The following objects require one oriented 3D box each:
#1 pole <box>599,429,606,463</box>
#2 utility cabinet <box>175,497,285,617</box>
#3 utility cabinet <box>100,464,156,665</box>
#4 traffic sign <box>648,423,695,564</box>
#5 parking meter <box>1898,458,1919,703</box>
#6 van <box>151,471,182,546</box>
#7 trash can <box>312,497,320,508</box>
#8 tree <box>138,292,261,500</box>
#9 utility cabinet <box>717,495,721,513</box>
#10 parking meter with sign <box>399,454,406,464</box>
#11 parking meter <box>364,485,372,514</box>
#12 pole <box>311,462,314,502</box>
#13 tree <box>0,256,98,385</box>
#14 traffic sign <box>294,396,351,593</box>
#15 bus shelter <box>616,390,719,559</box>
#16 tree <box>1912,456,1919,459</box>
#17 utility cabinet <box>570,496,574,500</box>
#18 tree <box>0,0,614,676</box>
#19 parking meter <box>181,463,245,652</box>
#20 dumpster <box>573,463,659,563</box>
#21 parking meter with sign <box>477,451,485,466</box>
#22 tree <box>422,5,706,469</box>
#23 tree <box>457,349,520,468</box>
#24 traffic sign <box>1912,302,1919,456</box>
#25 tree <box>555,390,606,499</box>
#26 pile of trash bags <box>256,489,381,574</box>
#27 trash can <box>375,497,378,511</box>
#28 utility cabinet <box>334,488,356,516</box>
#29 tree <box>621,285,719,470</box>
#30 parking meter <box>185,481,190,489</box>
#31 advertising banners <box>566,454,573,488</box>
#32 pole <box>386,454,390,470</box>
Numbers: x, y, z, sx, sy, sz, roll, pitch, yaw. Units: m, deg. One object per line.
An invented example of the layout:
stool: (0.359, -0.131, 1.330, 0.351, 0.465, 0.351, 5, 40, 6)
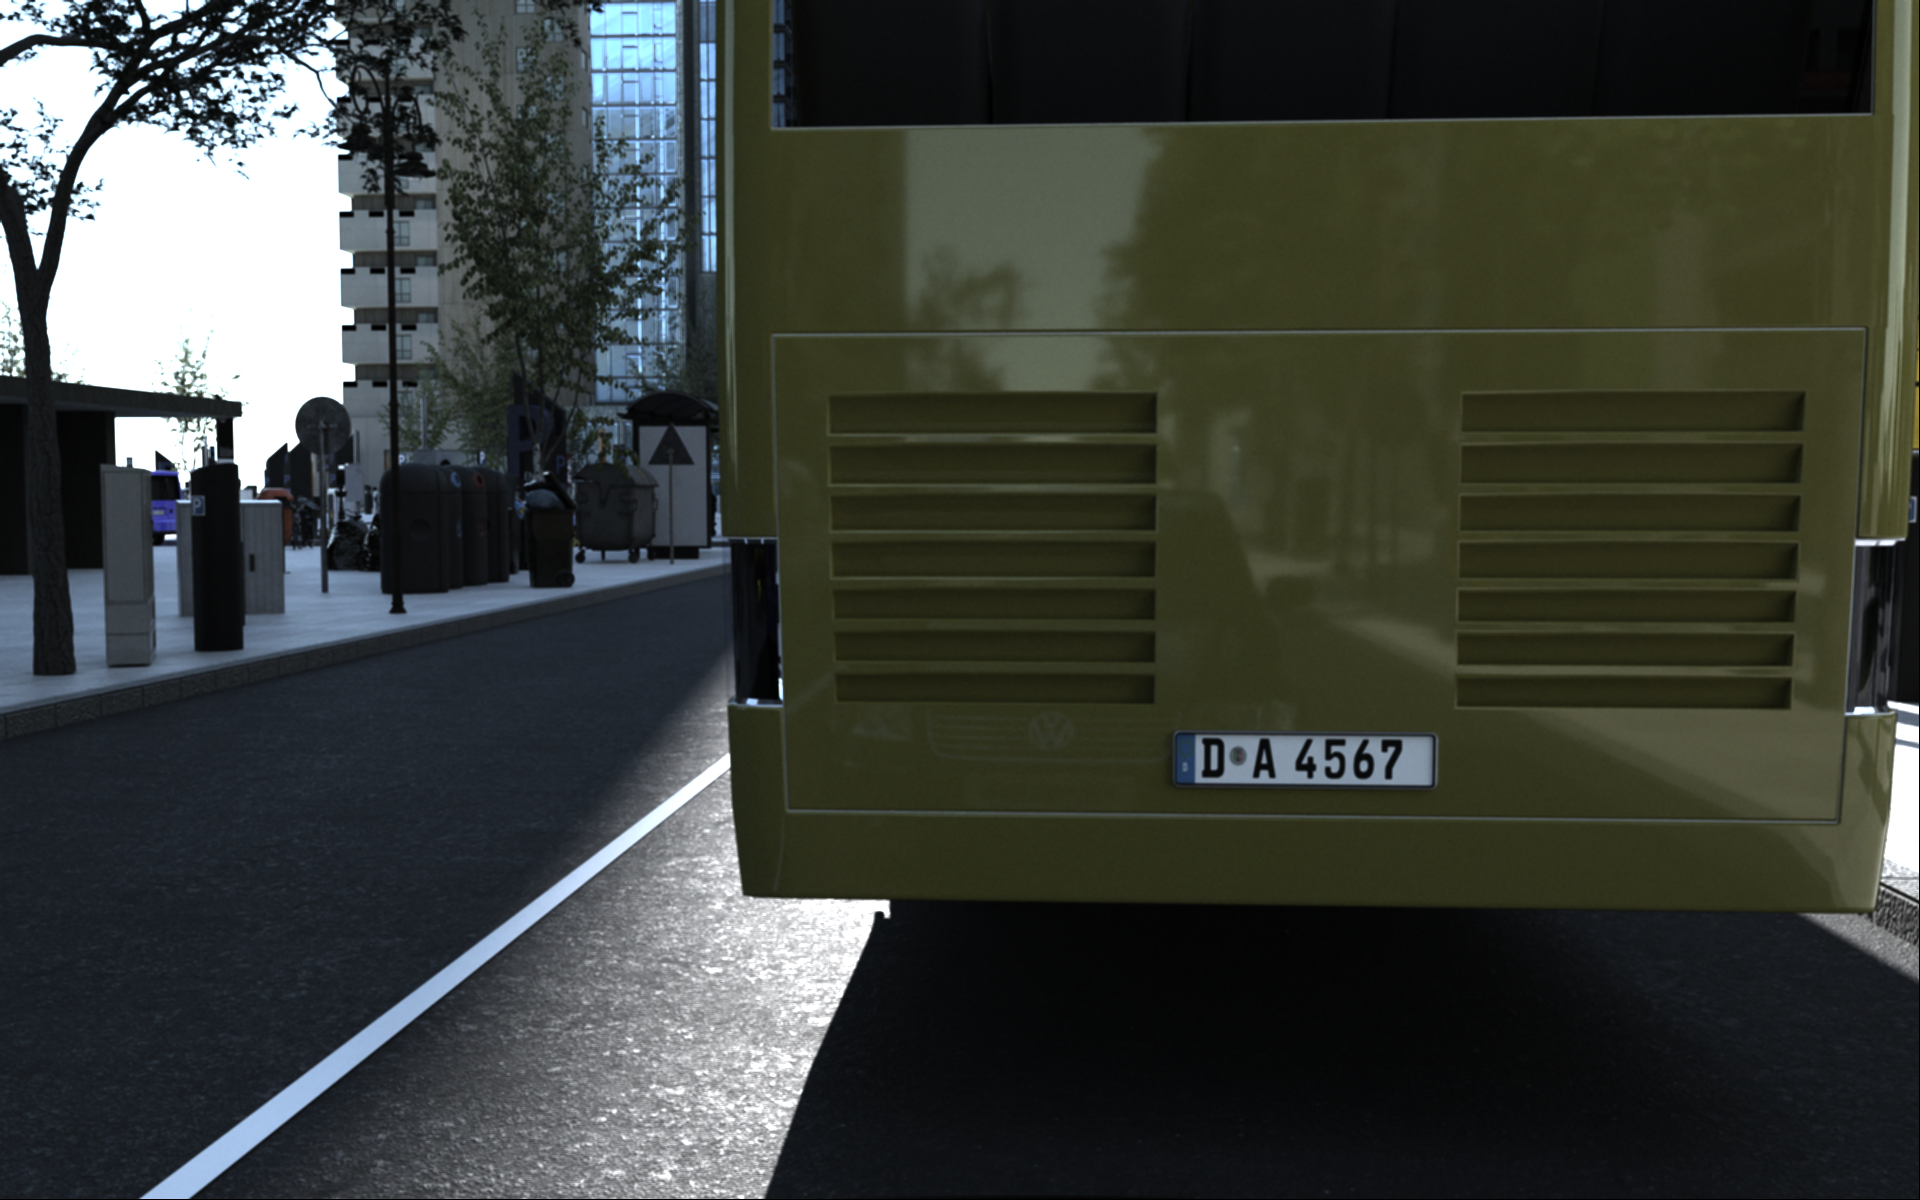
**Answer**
pole: (-11.171, -3.688, 54.142, 0.158, 3.312, 0.155, 0, 3, 0)
utility cabinet: (-7.757, -0.444, 18.423, 1.020, 1.237, 0.306, -2, 4, -31)
utility cabinet: (-6.367, -0.283, 13.305, 0.318, 1.500, 1.173, -1, 4, -23)
traffic sign: (-5.258, -1.929, 31.546, 0.884, 2.594, 0.081, 1, 4, 11)
parking meter: (5.940, -0.143, 10.746, 0.372, 1.533, 0.369, 0, 3, 0)
van: (-23.308, -2.517, 45.536, 5.245, 2.365, 2.240, 0, 4, 3)
trash can: (-36.016, -5.253, 97.542, 0.748, 1.137, 0.748, 0, 3, 0)
tree: (-28.273, -6.943, 63.885, 4.360, 8.622, 3.978, 0, 3, 0)
utility cabinet: (-16.096, -6.421, 116.142, 0.306, 1.237, 1.020, -1, 4, -14)
parking meter with sign: (-23.633, -4.833, 75.285, 1.738, 3.016, 0.543, 1, 4, 23)
parking meter: (-37.282, -6.323, 109.095, 0.399, 1.863, 0.255, 2, 4, 32)
pole: (-40.580, -7.006, 108.396, 0.158, 3.312, 0.155, 0, 3, 0)
tree: (-28.576, -6.250, 52.543, 4.360, 8.622, 3.978, 0, 3, 0)
traffic sign: (-8.277, -1.369, 22.497, 0.768, 2.556, 0.104, 0, 4, 6)
bus shelter: (-5.542, -2.613, 36.653, 2.014, 3.302, 5.546, 0, 4, 4)
tree: (15.902, -2.743, 28.562, 4.285, 4.588, 4.351, 0, 3, 0)
utility cabinet: (-15.462, -3.458, 67.694, 0.306, 1.237, 1.020, 1, 4, 14)
tree: (-6.474, -4.769, 12.382, 8.767, 10.594, 7.601, 0, 4, -7)
parking meter: (-6.110, -0.356, 14.239, 0.372, 1.533, 0.369, 0, 3, 0)
dumpster: (-6.521, -1.653, 32.778, 1.264, 1.857, 1.865, 0, 4, 4)
parking meter with sign: (-18.600, -4.521, 70.180, 1.738, 3.016, 0.543, 1, 4, 10)
tree: (-6.350, -4.661, 26.563, 4.737, 8.622, 4.395, 0, 3, 0)
tree: (-23.198, -8.326, 86.497, 4.360, 8.622, 3.978, 0, 3, 0)
traffic sign: (6.081, -1.078, 11.495, 2.265, 3.308, 0.079, 0, 4, 5)
tree: (-26.137, -10.216, 117.393, 4.360, 8.622, 3.978, 0, 3, 0)
pile of trash bags: (-10.083, -1.183, 29.094, 3.447, 1.369, 1.912, -3, 5, -44)
trash can: (-24.503, -3.792, 73.652, 0.748, 1.137, 0.748, 0, 3, 0)
utility cabinet: (-23.881, -3.592, 67.415, 0.318, 1.500, 1.173, 1, 4, 13)
tree: (-9.291, -6.733, 60.448, 4.360, 8.622, 3.978, 0, 3, 0)
parking meter: (-35.048, -4.474, 78.863, 0.255, 1.863, 0.399, 3, 5, 44)
advertising banners: (-17.151, -4.775, 74.257, 0.090, 3.025, 2.074, 1, 4, 20)
pole: (-29.466, -5.836, 89.257, 0.158, 3.312, 0.155, 0, 3, 0)
